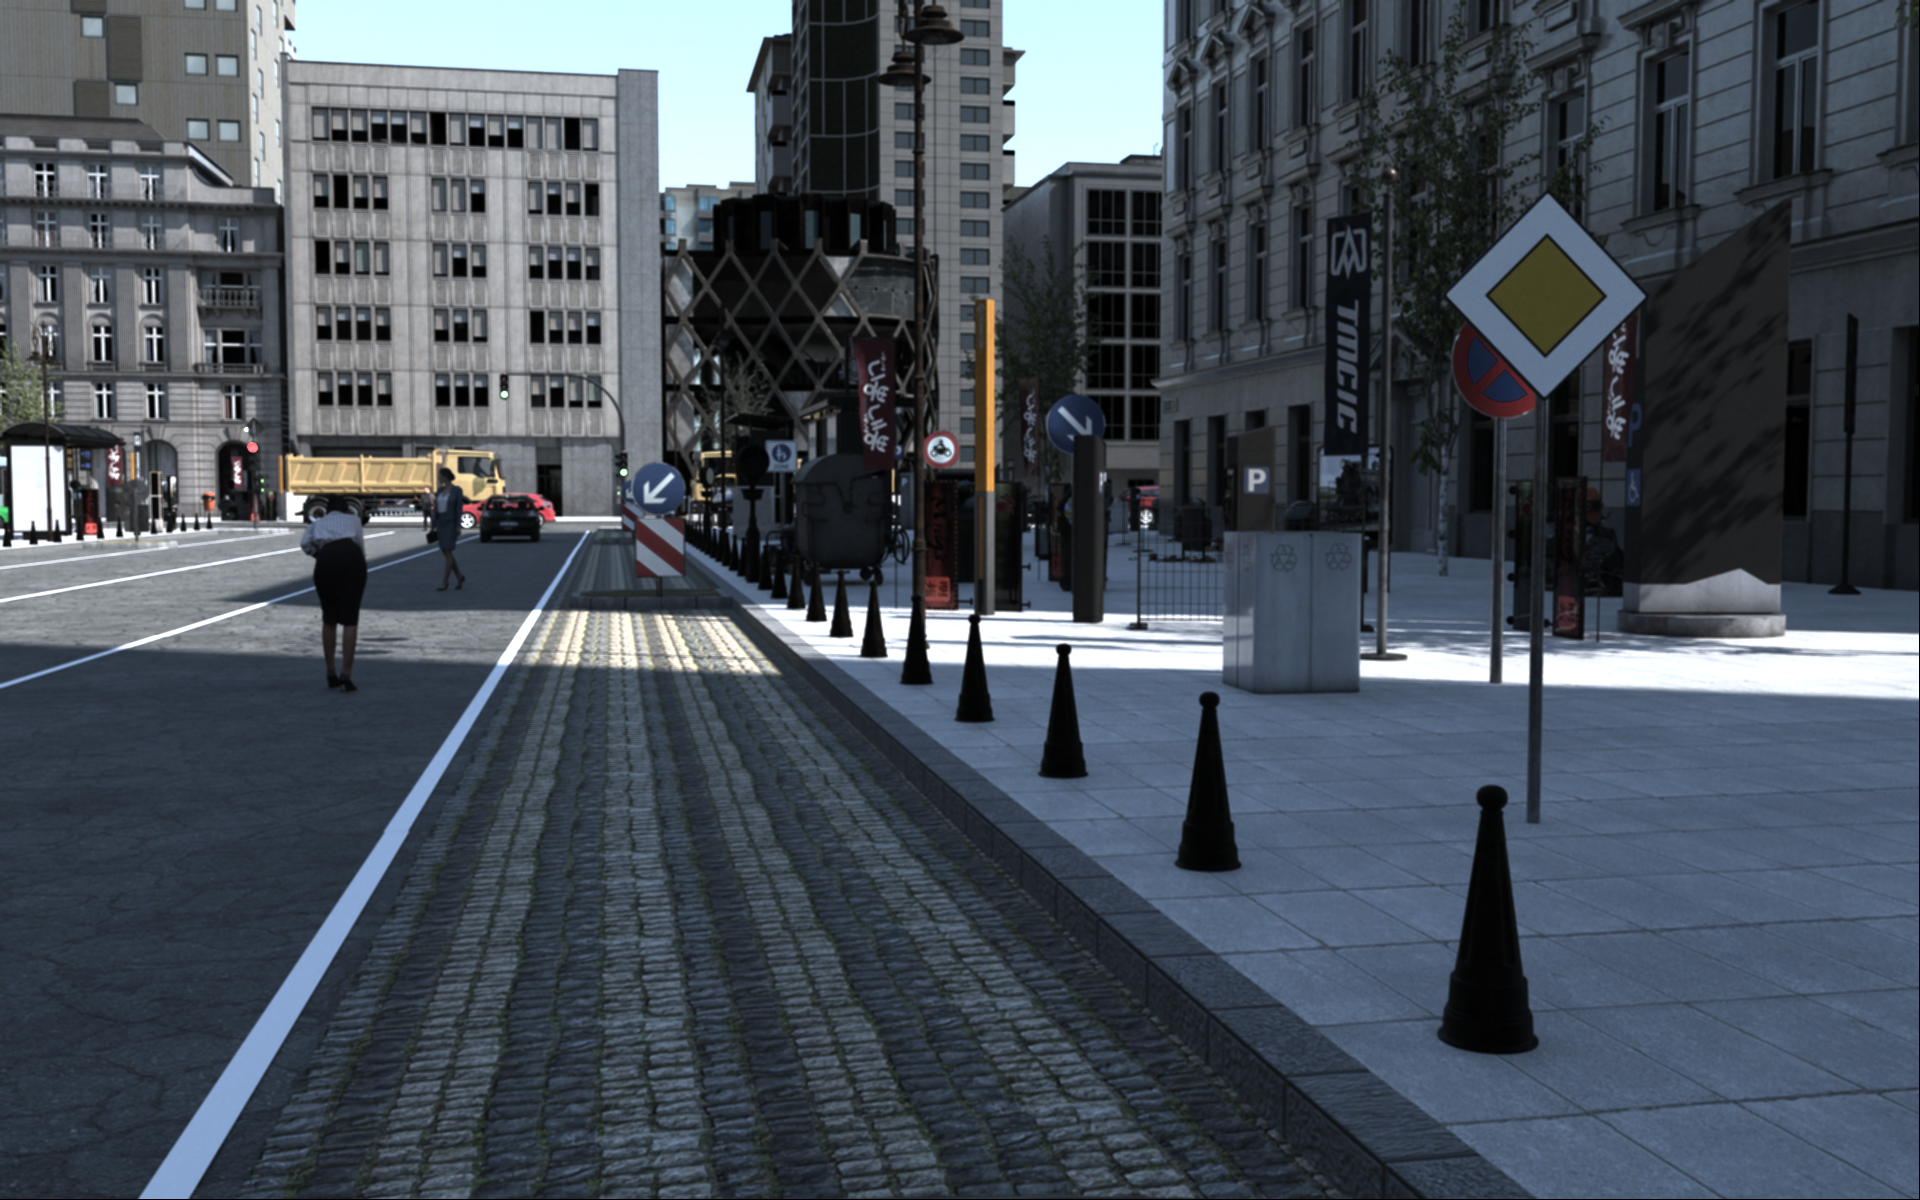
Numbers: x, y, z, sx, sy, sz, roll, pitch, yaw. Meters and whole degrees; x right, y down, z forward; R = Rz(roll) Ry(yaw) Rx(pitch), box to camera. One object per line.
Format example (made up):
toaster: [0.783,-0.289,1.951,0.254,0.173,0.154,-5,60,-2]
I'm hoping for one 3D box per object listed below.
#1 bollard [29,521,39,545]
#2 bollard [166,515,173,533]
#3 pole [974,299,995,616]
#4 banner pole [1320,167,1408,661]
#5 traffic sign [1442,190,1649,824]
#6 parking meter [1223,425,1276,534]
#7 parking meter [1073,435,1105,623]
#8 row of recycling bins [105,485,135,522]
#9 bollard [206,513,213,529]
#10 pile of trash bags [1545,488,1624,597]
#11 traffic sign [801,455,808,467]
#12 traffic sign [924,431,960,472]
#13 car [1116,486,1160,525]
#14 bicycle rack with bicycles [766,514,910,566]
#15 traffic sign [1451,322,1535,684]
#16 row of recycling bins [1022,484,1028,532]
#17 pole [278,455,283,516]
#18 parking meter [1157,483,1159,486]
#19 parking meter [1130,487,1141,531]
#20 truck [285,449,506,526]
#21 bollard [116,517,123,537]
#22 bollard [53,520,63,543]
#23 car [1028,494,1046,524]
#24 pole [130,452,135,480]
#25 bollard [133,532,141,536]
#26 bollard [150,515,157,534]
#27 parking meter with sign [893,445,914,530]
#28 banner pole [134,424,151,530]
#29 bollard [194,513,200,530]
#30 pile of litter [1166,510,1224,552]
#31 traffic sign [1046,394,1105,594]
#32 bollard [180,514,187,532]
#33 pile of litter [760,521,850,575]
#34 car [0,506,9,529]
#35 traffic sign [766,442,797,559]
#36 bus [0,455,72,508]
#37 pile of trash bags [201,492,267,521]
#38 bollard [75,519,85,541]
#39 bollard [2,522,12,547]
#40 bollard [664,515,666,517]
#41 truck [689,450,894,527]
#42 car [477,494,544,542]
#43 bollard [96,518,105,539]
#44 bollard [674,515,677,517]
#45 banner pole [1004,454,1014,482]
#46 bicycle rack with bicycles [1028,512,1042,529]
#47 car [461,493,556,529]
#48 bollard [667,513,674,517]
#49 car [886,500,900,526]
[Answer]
bollard: [-23.473,-1.702,43.869,0.229,0.601,0.229,0,3,0]
bollard: [-26.172,-2.524,57.302,0.229,0.601,0.229,0,3,0]
pole: [0.260,-1.493,18.261,0.158,3.312,0.155,0,3,0]
banner pole: [3.152,-1.441,13.577,0.401,3.779,0.863,-2,4,-35]
traffic sign: [2.236,-0.337,6.691,0.795,2.450,0.064,0,4,-2]
parking meter: [2.455,-0.551,14.718,0.399,1.863,0.255,-1,4,-11]
parking meter: [1.289,-0.710,17.326,0.255,1.863,0.399,1,4,15]
row of recycling bins: [-39.078,-4.504,80.757,1.069,1.692,3.534,-1,4,-17]
bollard: [-27.327,-2.875,63.042,0.229,0.601,0.229,0,3,0]
pile of trash bags: [8.618,-0.819,23.146,1.912,1.369,3.447,0,4,7]
traffic sign: [-4.681,-3.358,55.006,0.768,2.556,0.104,-1,4,-11]
traffic sign: [-0.384,-2.124,34.825,0.768,2.556,0.104,0,4,-2]
car: [9.883,-4.431,81.112,5.304,1.827,2.281,-1,4,-10]
bicycle rack with bicycles: [-2.061,-1.107,31.475,2.925,0.926,2.852,-3,5,-42]
traffic sign: [3.636,-0.707,11.674,0.768,2.556,0.104,-1,4,-10]
row of recycling bins: [1.430,-3.082,57.502,1.069,1.692,3.534,1,4,22]
pole: [-35.828,-5.966,91.386,0.158,3.312,0.155,0,3,0]
parking meter: [10.749,-5.324,92.755,0.399,1.863,0.255,2,4,33]
parking meter: [6.025,-3.124,59.490,0.372,1.533,0.369,0,3,0]
truck: [-23.976,-4.862,75.417,9.791,3.379,3.469,-1,4,-11]
bollard: [-25.014,-2.171,51.535,0.229,0.601,0.229,0,3,0]
bollard: [-23.860,-1.819,45.782,0.229,0.601,0.229,0,3,0]
car: [3.483,-4.032,75.705,4.222,1.686,2.009,-1,4,-11]
pole: [-40.395,-5.551,84.609,0.158,3.312,0.155,0,3,0]
bollard: [-25.399,-2.288,53.448,0.229,0.601,0.229,0,3,0]
bollard: [-25.788,-2.406,55.380,0.229,0.601,0.229,0,3,0]
parking meter with sign: [-1.767,-4.025,62.070,0.543,3.016,1.738,2,4,33]
banner pole: [-29.273,-4.395,61.877,0.401,3.779,0.863,0,4,3]
bollard: [-26.940,-2.758,61.128,0.229,0.601,0.229,0,3,0]
pile of litter: [5.738,-1.546,39.245,1.719,0.858,1.176,-3,5,-39]
traffic sign: [1.475,-1.353,22.223,0.768,2.556,0.104,0,4,-6]
bollard: [-26.557,-2.641,59.214,0.229,0.601,0.229,0,3,0]
pile of litter: [-2.567,-0.855,27.949,1.719,0.858,1.176,-1,4,-11]
car: [-38.718,-3.575,67.255,4.718,1.807,1.959,-1,4,-10]
traffic sign: [-3.406,-1.893,33.085,0.606,2.300,0.079,0,4,-8]
bus: [-43.624,-4.735,72.278,13.247,3.499,2.948,-1,4,-10]
pile of trash bags: [-34.729,-4.458,82.642,3.447,1.369,1.912,1,4,18]
bollard: [-24.242,-1.936,47.696,0.229,0.601,0.229,0,3,0]
bollard: [-23.088,-1.584,41.947,0.229,0.601,0.229,0,3,0]
bollard: [-10.311,-2.784,61.568,0.229,0.601,0.229,0,3,0]
truck: [-7.958,-4.978,77.317,9.791,3.379,3.469,-1,4,-11]
car: [-13.722,-2.635,52.872,2.009,1.686,4.222,-1,4,-13]
bollard: [-24.628,-2.054,49.619,0.229,0.601,0.229,0,3,0]
bollard: [-8.390,-2.198,51.986,0.229,0.601,0.229,0,3,0]
banner pole: [3.033,-7.268,108.848,0.863,3.779,0.401,1,4,17]
bicycle rack with bicycles: [1.847,-3.126,64.494,2.925,0.926,2.852,3,5,42]
car: [-19.182,-3.866,72.252,4.494,1.783,2.155,-1,4,-13]
bollard: [-9.547,-2.550,57.734,0.229,0.601,0.229,0,3,0]
car: [-3.437,-3.718,70.575,4.222,1.686,2.009,-1,4,-13]
